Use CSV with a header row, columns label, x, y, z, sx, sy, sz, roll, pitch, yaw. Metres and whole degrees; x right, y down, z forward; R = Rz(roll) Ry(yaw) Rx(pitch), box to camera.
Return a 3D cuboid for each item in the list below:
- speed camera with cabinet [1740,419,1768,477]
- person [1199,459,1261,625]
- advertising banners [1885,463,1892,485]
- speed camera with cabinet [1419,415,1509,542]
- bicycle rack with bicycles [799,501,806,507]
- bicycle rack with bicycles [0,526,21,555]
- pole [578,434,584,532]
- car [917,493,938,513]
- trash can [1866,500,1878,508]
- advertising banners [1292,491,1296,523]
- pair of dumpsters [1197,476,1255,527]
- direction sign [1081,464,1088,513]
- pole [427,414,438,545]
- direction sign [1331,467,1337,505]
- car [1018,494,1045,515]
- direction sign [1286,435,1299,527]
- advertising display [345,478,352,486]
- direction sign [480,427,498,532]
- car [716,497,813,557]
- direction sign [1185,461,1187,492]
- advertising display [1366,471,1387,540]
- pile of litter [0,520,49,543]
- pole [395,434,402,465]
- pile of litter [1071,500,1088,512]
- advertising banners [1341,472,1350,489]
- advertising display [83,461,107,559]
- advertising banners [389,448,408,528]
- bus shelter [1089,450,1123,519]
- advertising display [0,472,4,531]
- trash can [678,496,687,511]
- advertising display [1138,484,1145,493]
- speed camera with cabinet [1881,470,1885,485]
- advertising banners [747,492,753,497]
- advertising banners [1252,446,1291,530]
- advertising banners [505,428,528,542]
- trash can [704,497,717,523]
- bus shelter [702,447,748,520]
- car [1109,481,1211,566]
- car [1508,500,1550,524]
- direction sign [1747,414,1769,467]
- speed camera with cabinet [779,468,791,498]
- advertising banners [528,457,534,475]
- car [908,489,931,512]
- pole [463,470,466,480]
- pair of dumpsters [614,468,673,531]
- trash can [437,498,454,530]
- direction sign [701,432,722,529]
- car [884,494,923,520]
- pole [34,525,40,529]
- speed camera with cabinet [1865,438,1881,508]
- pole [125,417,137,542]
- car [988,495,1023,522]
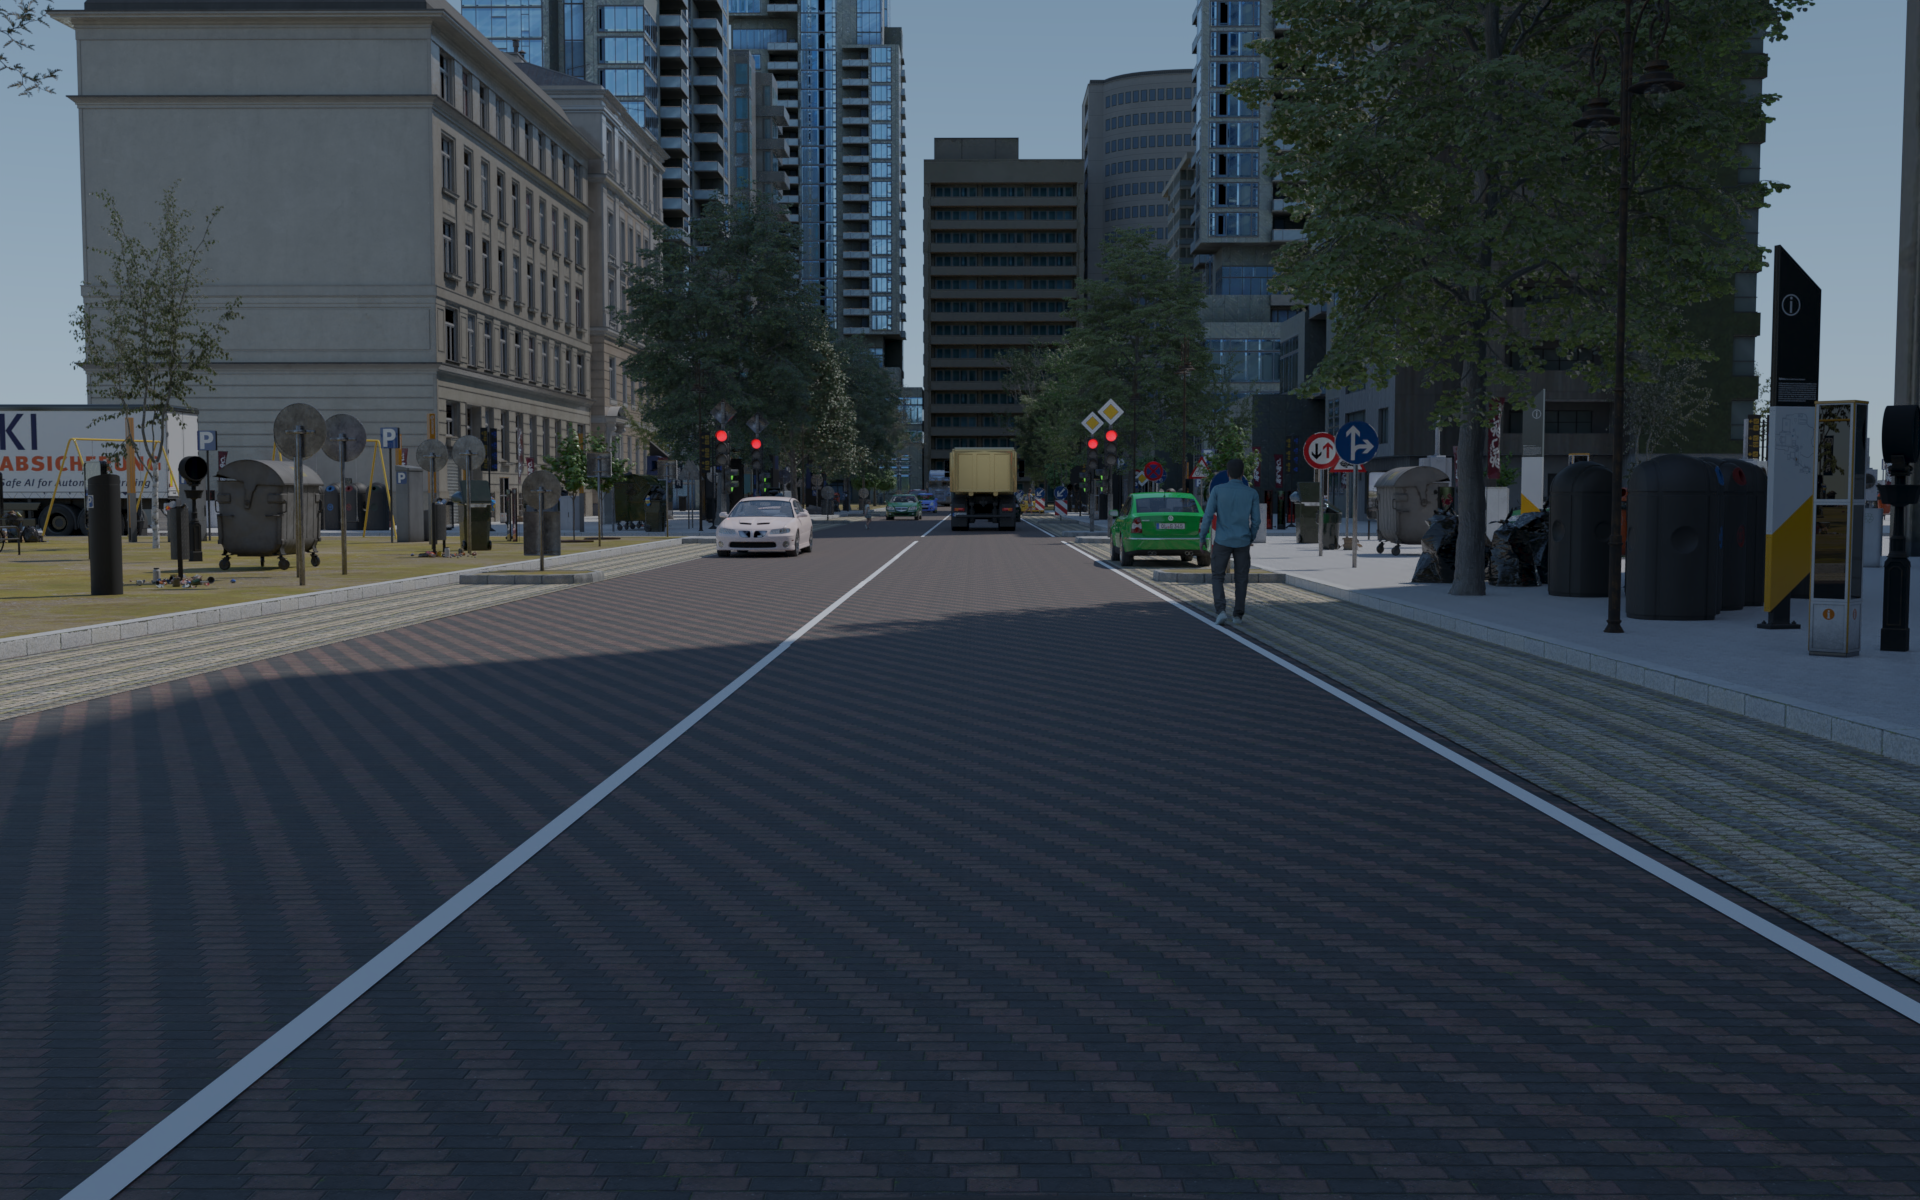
label,x,y,z,sx,sy,sz,roll,pitch,yaw
speed camera with cabinet,20.330,-3.103,45.071,2.038,3.252,0.660,-3,5,-44
person,2.966,-0.641,18.995,0.660,1.820,0.620,0,4,1
advertising banners,36.023,-4.258,65.809,2.074,3.025,0.090,0,4,-3
speed camera with cabinet,12.178,-2.908,41.876,2.038,3.252,0.660,0,4,2
bicycle rack with bicycles,-12.371,-7.219,131.413,2.925,0.926,2.852,-3,5,-44
bicycle rack with bicycles,-20.811,-1.344,35.350,2.852,0.926,2.925,0,4,4
pole,-12.764,-3.948,58.390,0.158,3.312,0.155,0,3,0
car,-2.625,-7.430,131.075,1.945,1.707,3.694,0,4,2
trash can,48.567,-4.928,92.221,0.748,1.137,0.748,0,3,0
advertising banners,14.624,-4.903,76.358,2.074,3.025,0.090,-2,4,-29
pair of dumpsters,9.699,-3.710,63.153,1.574,2.255,4.437,0,4,1
direction sign,8.780,-7.816,119.781,0.876,3.537,0.379,2,4,32
pole,-13.404,-3.066,43.973,0.158,3.312,0.155,0,3,0
direction sign,16.101,-5.050,74.568,0.379,3.537,0.876,0,4,-4
car,4.887,-6.677,119.387,2.015,1.641,3.980,0,4,-1
direction sign,12.870,-4.596,67.149,0.379,3.537,0.876,-1,4,-21
advertising display,-24.534,-3.927,69.427,0.123,1.923,0.974,0,4,-5
direction sign,-16.121,-4.118,59.328,0.379,3.537,0.876,1,4,22
car,-4.595,-1.762,41.165,2.083,1.381,4.827,0,4,2
direction sign,14.177,-7.145,108.815,0.379,3.537,0.876,1,4,14
advertising display,11.878,-2.645,48.461,0.974,1.923,0.123,0,4,3
pile of litter,-25.034,-1.941,45.696,1.719,0.858,1.176,-1,4,-22
pole,-19.154,-3.994,59.146,0.158,3.312,0.155,0,3,0
pile of litter,8.343,-6.645,122.618,1.719,0.858,1.176,0,4,3
advertising banners,19.531,-5.406,84.570,2.074,3.025,0.090,1,4,21
advertising display,-16.815,-1.743,33.718,0.123,1.923,0.974,-3,5,-44
advertising banners,-21.981,-4.281,66.176,2.074,3.025,0.090,1,4,15
bus shelter,7.401,-6.026,89.802,1.731,3.624,6.357,0,4,1
advertising display,-28.285,-2.772,50.538,0.974,1.923,0.123,2,4,26
trash can,-20.601,-7.155,128.645,0.748,1.137,0.748,0,3,0
advertising display,9.403,-5.207,90.341,0.123,1.923,0.974,-1,4,-22
speed camera with cabinet,60.378,-7.362,114.706,0.660,3.252,2.038,-2,4,-23
advertising banners,-15.274,-8.328,132.350,2.074,3.025,0.090,0,4,4
advertising banners,11.241,-4.084,62.954,0.090,3.025,2.074,-2,4,-28
advertising banners,-11.989,-3.081,46.569,0.090,3.025,2.074,-2,4,-26
trash can,-11.023,-4.014,77.287,0.748,1.137,0.748,0,3,0
bus shelter,-11.808,-5.887,87.529,1.731,3.624,6.357,0,4,1
car,4.075,-1.635,35.525,1.959,1.807,4.718,0,4,1
car,19.416,-2.641,54.985,4.920,1.459,2.131,0,4,-1
direction sign,22.844,-3.507,49.330,0.876,3.537,0.379,0,4,4
speed camera with cabinet,-13.032,-8.008,125.260,0.660,3.252,2.038,2,4,32
advertising banners,-19.864,-5.280,82.508,0.090,3.025,2.074,3,4,37
car,-3.383,-8.039,140.112,2.281,1.827,5.304,0,4,-1
pole,-19.424,-4.538,68.037,0.158,3.312,0.155,0,3,0
pair of dumpsters,-11.467,-3.667,62.453,1.574,2.255,4.437,0,4,0
trash can,-18.282,-3.047,61.479,0.748,1.137,0.748,0,3,0
direction sign,-9.032,-4.363,63.328,0.876,3.537,0.379,-1,4,-15
car,-3.108,-5.183,96.543,2.131,1.459,4.920,0,4,2
pole,-33.760,-4.244,63.239,0.158,3.312,0.155,0,3,0
speed camera with cabinet,31.140,-4.075,60.963,2.038,3.252,0.660,2,4,27
pole,-22.094,-3.200,46.163,0.158,3.312,0.155,0,3,0
car,2.298,-4.940,90.553,2.009,1.686,4.222,0,4,1
